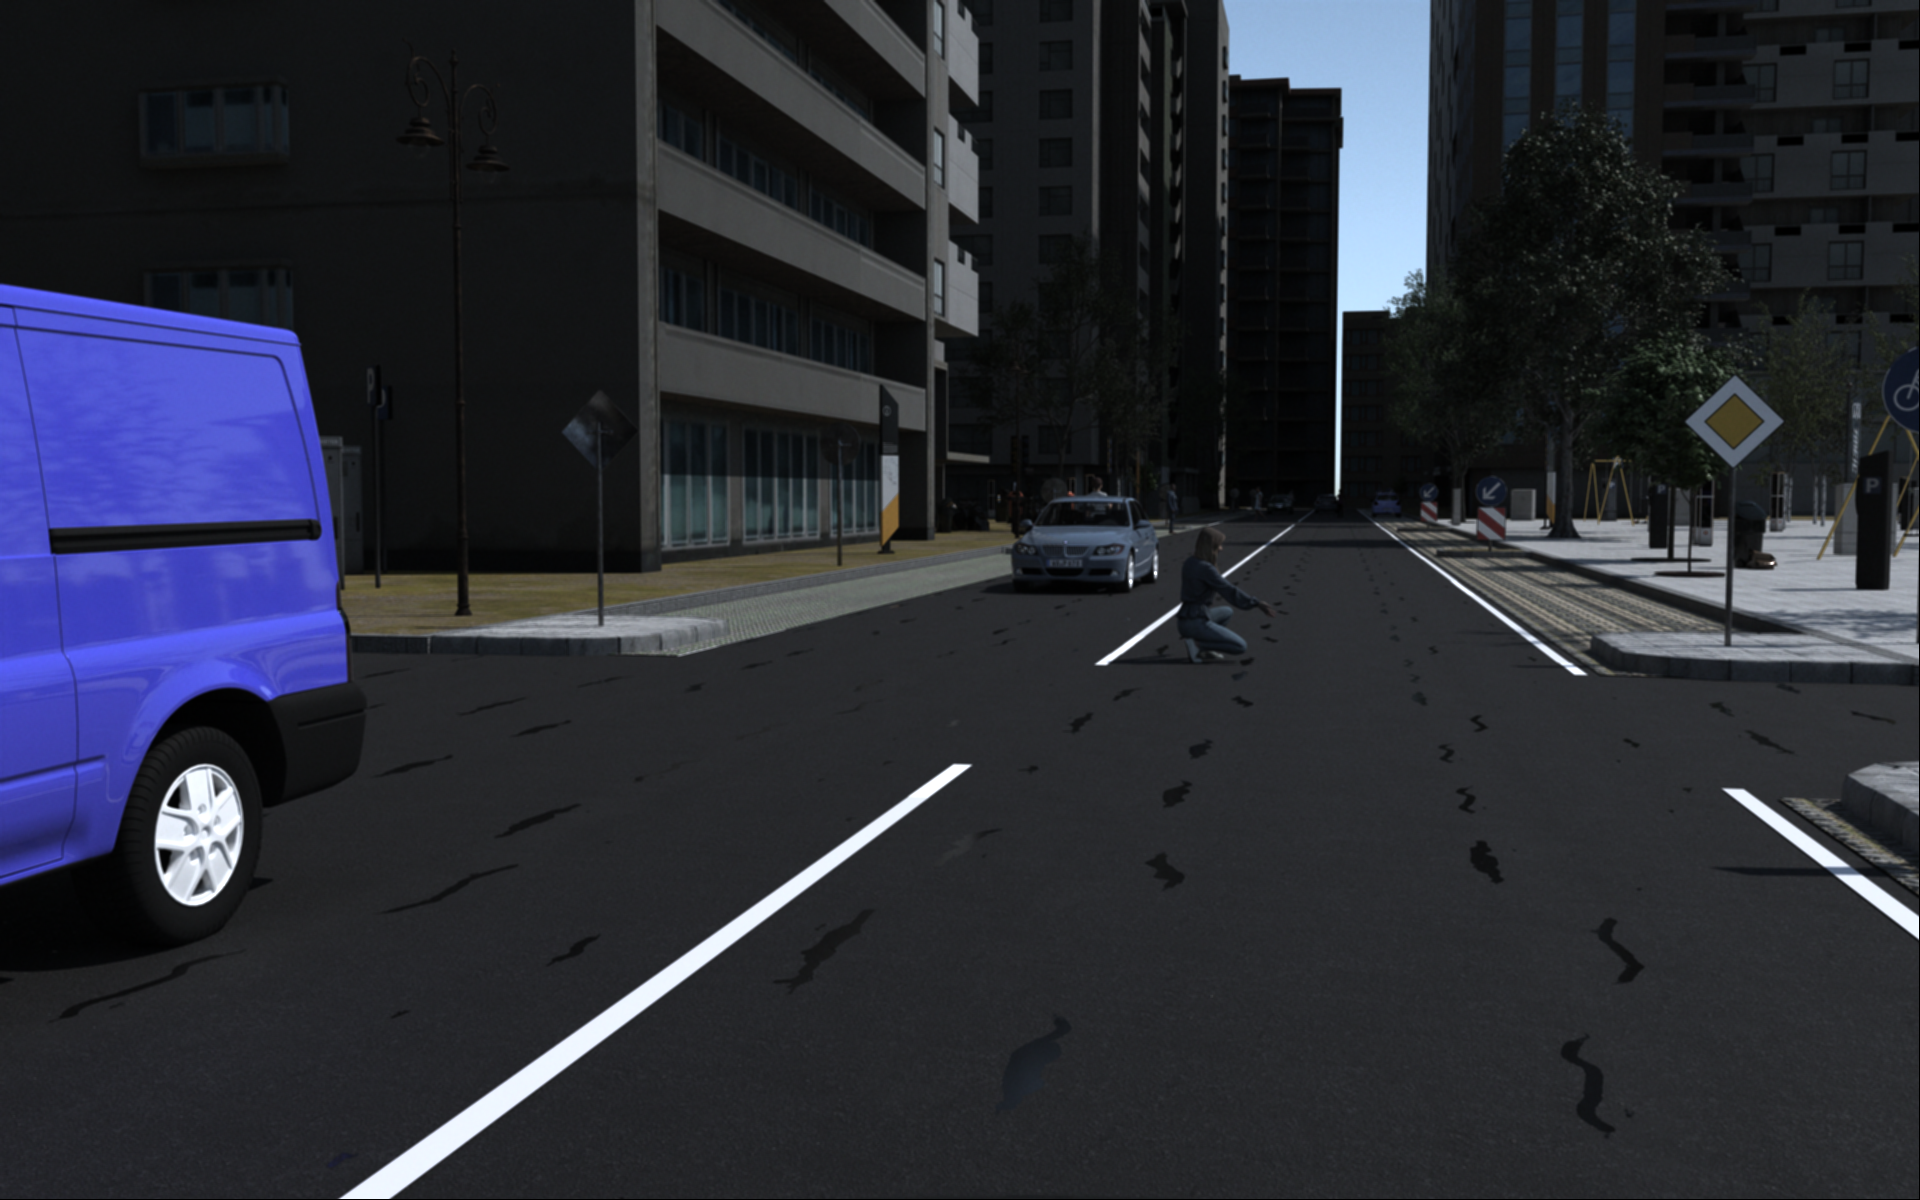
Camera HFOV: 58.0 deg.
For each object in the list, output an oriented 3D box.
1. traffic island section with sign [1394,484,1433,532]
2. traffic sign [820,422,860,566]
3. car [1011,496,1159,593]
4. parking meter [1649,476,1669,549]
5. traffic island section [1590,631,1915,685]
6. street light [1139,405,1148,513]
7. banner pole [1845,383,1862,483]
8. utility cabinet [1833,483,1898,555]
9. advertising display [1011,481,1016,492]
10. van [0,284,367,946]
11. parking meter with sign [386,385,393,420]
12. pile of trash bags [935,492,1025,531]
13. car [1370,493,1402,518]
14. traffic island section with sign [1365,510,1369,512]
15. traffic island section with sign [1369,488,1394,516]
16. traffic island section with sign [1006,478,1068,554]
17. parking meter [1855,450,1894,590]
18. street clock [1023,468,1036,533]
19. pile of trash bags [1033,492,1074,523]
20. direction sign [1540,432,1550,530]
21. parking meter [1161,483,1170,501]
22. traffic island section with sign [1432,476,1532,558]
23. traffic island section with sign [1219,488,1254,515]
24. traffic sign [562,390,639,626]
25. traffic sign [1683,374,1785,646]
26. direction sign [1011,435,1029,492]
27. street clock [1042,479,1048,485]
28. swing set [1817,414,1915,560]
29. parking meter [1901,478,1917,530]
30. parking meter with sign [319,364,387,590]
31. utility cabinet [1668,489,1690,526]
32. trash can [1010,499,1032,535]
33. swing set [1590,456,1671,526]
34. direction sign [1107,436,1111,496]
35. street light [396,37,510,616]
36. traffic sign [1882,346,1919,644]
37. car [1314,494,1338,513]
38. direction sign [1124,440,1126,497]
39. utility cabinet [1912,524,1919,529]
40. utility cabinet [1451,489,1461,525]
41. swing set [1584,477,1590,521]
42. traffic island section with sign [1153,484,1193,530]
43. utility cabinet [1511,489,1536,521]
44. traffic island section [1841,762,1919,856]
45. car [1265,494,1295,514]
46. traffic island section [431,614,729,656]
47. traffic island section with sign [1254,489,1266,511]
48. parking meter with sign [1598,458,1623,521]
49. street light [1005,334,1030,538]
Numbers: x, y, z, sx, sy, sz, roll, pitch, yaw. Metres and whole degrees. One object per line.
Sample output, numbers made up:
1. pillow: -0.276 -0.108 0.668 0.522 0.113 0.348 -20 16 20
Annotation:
1. traffic island section with sign: 17.649 -3.495 65.771 1.989 1.847 2.006 1 4 12
2. traffic sign: -2.149 -1.880 30.848 0.768 2.556 0.104 1 4 17
3. car: 2.017 -0.906 26.814 2.014 1.417 4.499 1 4 14
4. parking meter: 16.443 -2.144 40.772 0.399 1.863 0.255 0 4 3
5. traffic island section: 6.504 0.468 14.632 2.009 0.180 2.903 1 4 12
6. street light: 8.732 -6.666 81.782 0.468 5.910 1.993 1 4 12
7. banner pole: 20.233 -3.014 39.296 0.863 3.779 0.401 -3 4 -38
8. utility cabinet: 18.937 -1.685 36.235 1.173 1.500 0.318 0 4 -3
9. advertising display: 2.778 -5.089 88.411 0.123 1.923 0.974 1 4 14
10. van: -3.647 0.018 4.086 2.240 2.365 5.245 1 4 11
11. parking meter with sign: -9.891 -1.905 27.413 0.543 3.016 1.738 3 5 42
12. pile of trash bags: 0.550 -3.120 60.762 3.447 1.369 1.912 -1 4 -8
13. car: 26.182 -5.919 106.363 1.945 1.707 3.694 1 4 12
14. traffic island section with sign: 33.934 -8.079 140.726 1.989 1.847 2.006 1 4 12
15. traffic island section with sign: 28.145 -6.449 114.069 1.989 1.847 2.006 1 4 12
16. traffic island section with sign: 2.247 -2.020 41.654 1.989 1.847 2.006 1 4 12
17. parking meter: 12.277 -1.075 23.281 0.255 1.863 0.399 -3 5 -44
18. street clock: 1.963 -2.720 49.035 0.358 2.002 0.471 0 4 1
19. pile of trash bags: 3.627 -3.978 74.788 1.912 1.369 3.447 -3 5 -44
20. direction sign: 21.144 -4.312 62.491 0.379 3.537 0.876 2 4 24
21. parking meter: 10.702 -5.176 90.335 0.399 1.863 0.255 3 4 38
22. traffic island section with sign: 11.911 -1.884 39.431 1.989 1.847 2.006 1 4 12
23. traffic island section with sign: 18.516 -6.598 116.499 1.989 1.847 2.006 1 4 12
24. traffic sign: -3.479 -0.801 16.738 0.795 2.450 0.064 1 4 12
25. traffic sign: 6.479 -0.668 14.560 0.795 2.450 0.064 1 4 12
26. direction sign: 2.319 -4.590 67.051 0.876 3.537 0.379 3 5 40
27. street clock: 4.072 -4.785 82.798 0.358 2.002 0.471 1 4 20
28. swing set: 18.876 -2.198 33.560 3.119 2.851 2.862 -2 4 -34
29. parking meter: 35.549 -3.613 64.784 0.399 1.863 0.255 1 4 18
30. parking meter with sign: -8.641 -1.641 23.097 1.738 3.016 0.543 -2 4 -31
31. utility cabinet: 28.477 -3.693 69.057 1.173 1.500 0.318 1 4 18
32. trash can: 1.921 -2.613 54.379 0.748 1.137 0.748 0 3 0
33. swing set: 28.348 -4.527 71.637 3.119 2.851 2.862 -1 4 -8
34. direction sign: 5.851 -4.649 68.003 0.379 3.537 0.876 1 4 14
35. street light: -5.254 -2.774 18.149 0.468 5.910 1.993 1 4 12
36. traffic sign: 8.264 -0.899 14.804 0.768 2.556 0.104 1 4 15
37. car: 27.698 -7.266 130.800 2.014 1.417 4.499 1 4 13
38. direction sign: 6.984 -4.978 73.387 0.379 3.537 0.876 0 4 2
39. utility cabinet: 34.687 -3.258 61.952 1.173 1.500 0.318 2 4 26
40. utility cabinet: 20.307 -3.807 70.931 0.318 1.500 1.173 1 4 12
41. swing set: 30.516 -5.036 79.959 3.119 2.851 2.862 0 4 7
42. traffic island section with sign: 8.388 -3.750 69.934 1.989 1.847 2.006 1 4 12
43. utility cabinet: 26.898 -4.530 82.746 0.318 1.500 1.173 -3 4 -37
44. traffic island section: 4.807 0.945 6.829 2.009 0.180 2.903 1 4 12
45. car: 23.003 -6.883 124.335 2.131 1.459 4.920 1 4 12
46. traffic island section: -3.503 0.335 16.805 2.009 0.180 2.903 1 4 12
47. traffic island section with sign: 24.247 -8.209 142.840 1.989 1.847 2.006 1 4 12
48. parking meter with sign: 30.896 -5.269 82.406 0.543 3.016 1.738 0 4 -3
49. street light: 1.667 -4.721 49.981 0.468 5.910 1.993 1 4 12
